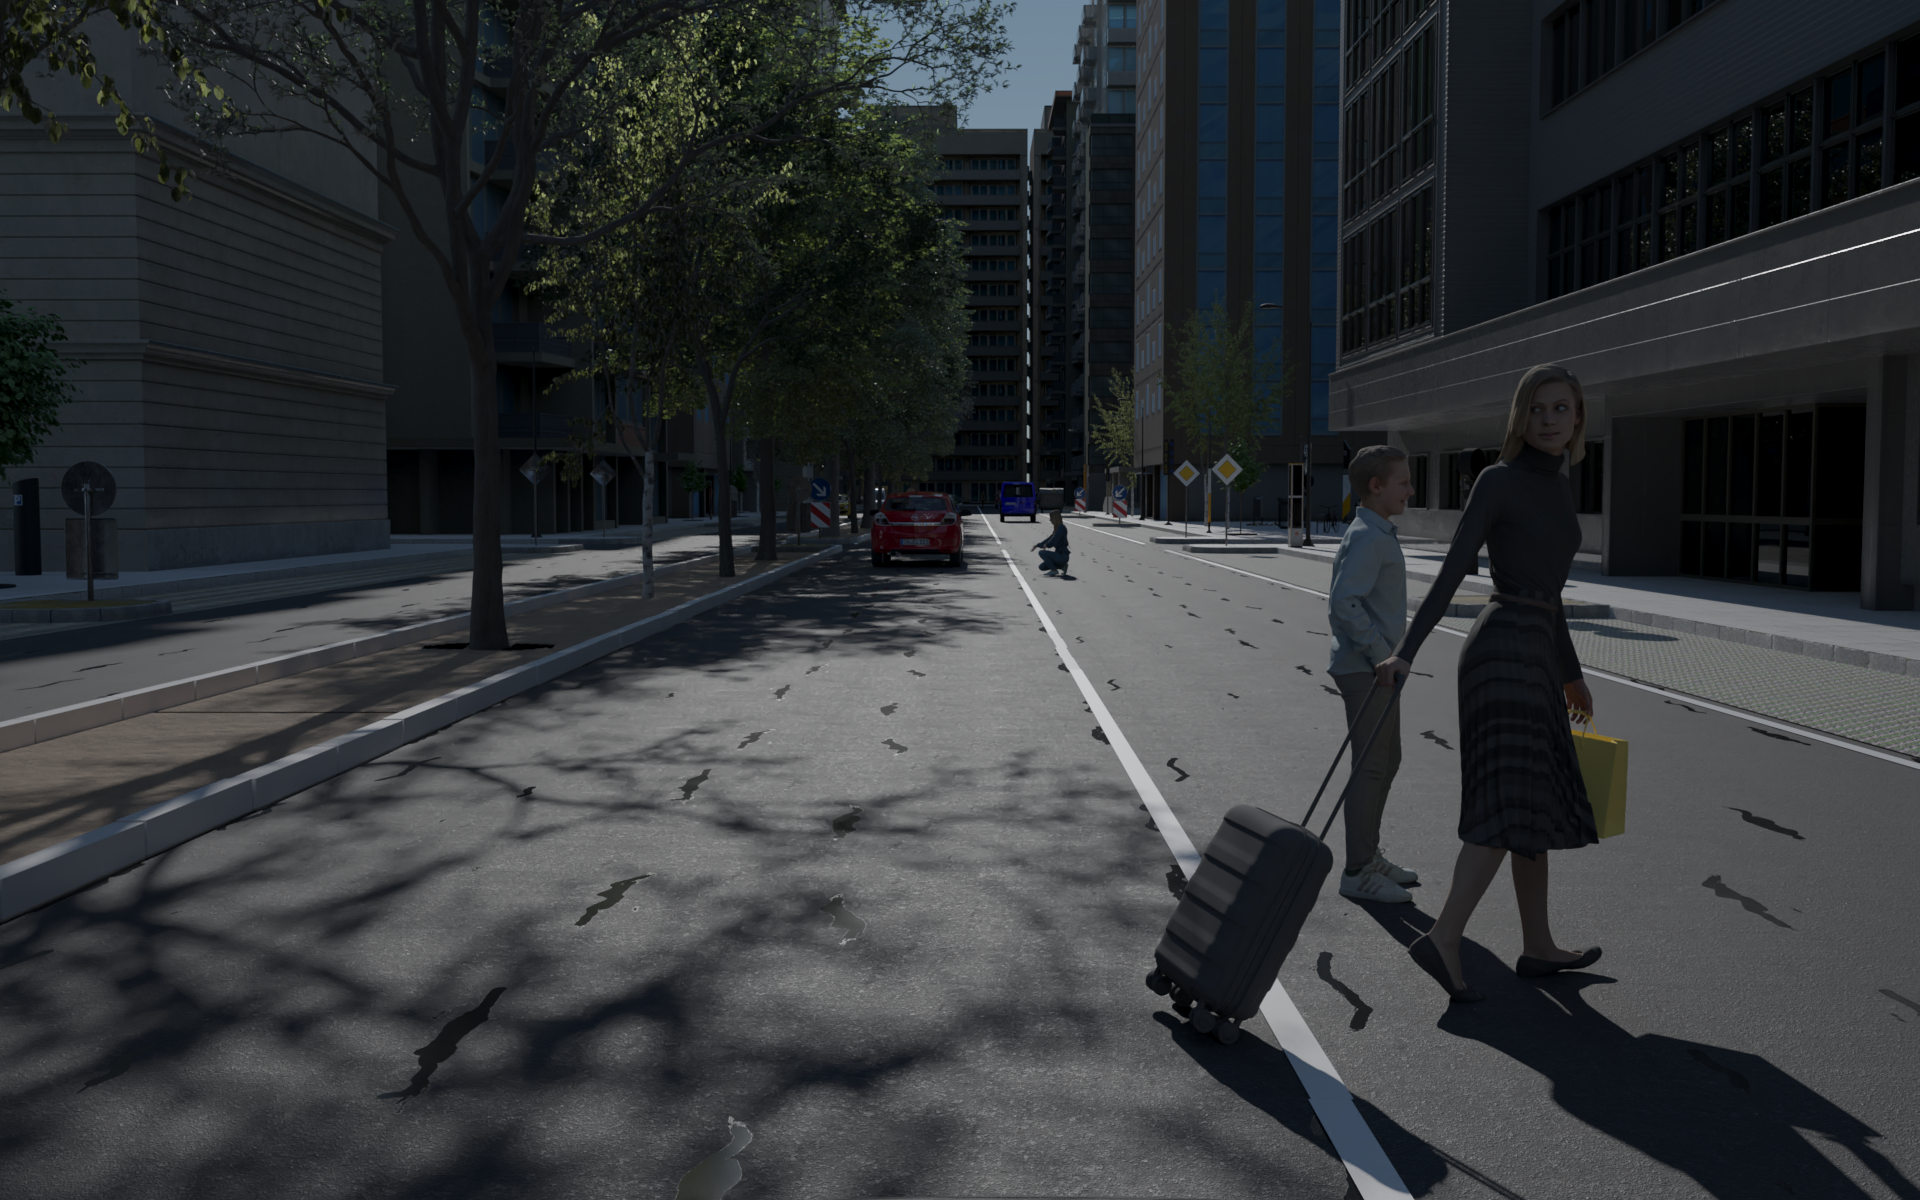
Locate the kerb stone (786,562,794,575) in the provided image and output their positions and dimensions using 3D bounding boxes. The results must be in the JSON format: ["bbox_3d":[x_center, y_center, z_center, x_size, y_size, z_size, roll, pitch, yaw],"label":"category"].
[{"bbox_3d":[-3.112,-0.531,30.879,0.120,0.150,1.000,0,4,0],"label":"kerb stone"}]

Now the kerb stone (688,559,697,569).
[{"bbox_3d":[-5.197,-0.656,32.970,0.120,0.150,1.000,0,4,0],"label":"kerb stone"}]

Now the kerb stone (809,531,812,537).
[{"bbox_3d":[-5.061,-2.124,57.059,0.120,0.150,1.000,0,4,0],"label":"kerb stone"}]

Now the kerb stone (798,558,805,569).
[{"bbox_3d":[-3.105,-0.654,32.935,0.120,0.150,1.000,0,4,0],"label":"kerb stone"}]

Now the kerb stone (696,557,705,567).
[{"bbox_3d":[-5.194,-0.717,33.992,0.120,0.150,1.000,0,4,0],"label":"kerb stone"}]

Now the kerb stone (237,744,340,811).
[{"bbox_3d":[-3.241,0.852,8.334,0.120,0.150,1.000,0,4,0],"label":"kerb stone"}]

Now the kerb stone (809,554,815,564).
[{"bbox_3d":[-3.089,-0.781,34.984,0.120,0.150,1.000,0,4,0],"label":"kerb stone"}]

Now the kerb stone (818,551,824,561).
[{"bbox_3d":[-3.073,-0.908,37.041,0.120,0.150,1.000,0,4,0],"label":"kerb stone"}]

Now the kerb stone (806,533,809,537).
[{"bbox_3d":[-5.063,-2.070,56.037,0.120,0.150,1.000,0,4,0],"label":"kerb stone"}]

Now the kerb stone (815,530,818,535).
[{"bbox_3d":[-5.047,-2.258,59.115,0.120,0.150,1.000,0,4,0],"label":"kerb stone"}]

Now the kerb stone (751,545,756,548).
[{"bbox_3d":[-5.150,-1.222,42.193,0.120,0.150,1.000,0,4,0],"label":"kerb stone"}]

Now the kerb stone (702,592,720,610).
[{"bbox_3d":[-3.166,0.034,21.645,0.120,0.150,1.000,0,4,0],"label":"kerb stone"}]

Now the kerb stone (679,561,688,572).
[{"bbox_3d":[-5.207,-0.596,31.944,0.120,0.150,1.000,0,4,0],"label":"kerb stone"}]

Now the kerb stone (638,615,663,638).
[{"bbox_3d":[-3.190,0.288,17.555,0.120,0.150,1.000,0,4,0],"label":"kerb stone"}]

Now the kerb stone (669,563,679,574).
[{"bbox_3d":[-5.206,-0.533,30.915,0.120,0.150,1.000,0,4,0],"label":"kerb stone"}]

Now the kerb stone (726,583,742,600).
[{"bbox_3d":[-3.150,-0.092,23.694,0.120,0.150,1.000,0,4,0],"label":"kerb stone"}]

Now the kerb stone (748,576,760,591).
[{"bbox_3d":[-3.135,-0.216,25.756,0.120,0.150,1.000,0,4,0],"label":"kerb stone"}]

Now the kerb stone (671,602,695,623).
[{"bbox_3d":[-3.173,0.159,19.599,0.120,0.150,1.000,0,4,0],"label":"kerb stone"}]

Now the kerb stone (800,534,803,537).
[{"bbox_3d":[-5.073,-1.944,53.988,0.120,0.150,1.000,0,4,0],"label":"kerb stone"}]

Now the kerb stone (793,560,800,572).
[{"bbox_3d":[-3.105,-0.594,31.907,0.120,0.150,1.000,0,4,0],"label":"kerb stone"}]

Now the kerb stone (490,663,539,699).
[{"bbox_3d":[-3.227,0.597,12.435,0.120,0.150,1.000,0,4,0],"label":"kerb stone"}]

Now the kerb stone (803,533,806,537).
[{"bbox_3d":[-5.072,-2.007,55.010,0.120,0.150,1.000,0,4,0],"label":"kerb stone"}]

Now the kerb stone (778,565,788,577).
[{"bbox_3d":[-3.116,-0.469,29.857,0.120,0.150,1.000,0,4,0],"label":"kerb stone"}]

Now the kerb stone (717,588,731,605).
[{"bbox_3d":[-3.157,-0.023,22.667,0.120,0.150,1.000,0,4,0],"label":"kerb stone"}]

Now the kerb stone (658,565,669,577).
[{"bbox_3d":[-5.219,-0.470,29.888,0.120,0.150,1.000,0,4,0],"label":"kerb stone"}]

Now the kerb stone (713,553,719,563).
[{"bbox_3d":[-5.183,-0.844,36.048,0.120,0.150,1.000,0,4,0],"label":"kerb stone"}]

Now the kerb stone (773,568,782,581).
[{"bbox_3d":[-3.117,-0.399,28.825,0.120,0.150,1.000,0,4,0],"label":"kerb stone"}]

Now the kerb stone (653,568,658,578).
[{"bbox_3d":[-5.224,-0.405,28.859,0.120,0.150,1.000,0,4,0],"label":"kerb stone"}]

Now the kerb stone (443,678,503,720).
[{"bbox_3d":[-3.226,0.659,11.413,0.120,0.150,1.000,0,4,0],"label":"kerb stone"}]

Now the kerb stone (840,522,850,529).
[{"bbox_3d":[-4.949,-3.198,74.490,0.120,0.150,1.000,0,4,0],"label":"kerb stone"}]

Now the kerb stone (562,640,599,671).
[{"bbox_3d":[-3.210,0.474,14.481,0.120,0.150,1.000,0,4,0],"label":"kerb stone"}]

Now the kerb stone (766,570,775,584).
[{"bbox_3d":[-3.124,-0.343,27.803,0.120,0.150,1.000,0,4,0],"label":"kerb stone"}]

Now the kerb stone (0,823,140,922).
[{"bbox_3d":[-3.258,0.977,6.290,0.120,0.150,1.000,0,4,0],"label":"kerb stone"}]

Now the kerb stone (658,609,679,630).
[{"bbox_3d":[-3.182,0.231,18.578,0.120,0.150,1.000,0,4,0],"label":"kerb stone"}]

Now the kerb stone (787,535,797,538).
[{"bbox_3d":[-5.083,-1.819,51.943,0.120,0.150,1.000,0,4,0],"label":"kerb stone"}]

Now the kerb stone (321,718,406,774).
[{"bbox_3d":[-3.233,0.789,9.356,0.120,0.150,1.000,0,4,0],"label":"kerb stone"}]

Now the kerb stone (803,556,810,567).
[{"bbox_3d":[-3.093,-0.720,33.962,0.120,0.150,1.000,0,4,0],"label":"kerb stone"}]

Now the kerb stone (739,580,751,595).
[{"bbox_3d":[-3.146,-0.154,24.726,0.120,0.150,1.000,0,4,0],"label":"kerb stone"}]

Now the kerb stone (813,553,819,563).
[{"bbox_3d":[-3.080,-0.845,36.016,0.120,0.150,1.000,0,4,0],"label":"kerb stone"}]

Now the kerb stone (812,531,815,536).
[{"bbox_3d":[-5.052,-2.196,58.093,0.120,0.150,1.000,0,4,0],"label":"kerb stone"}]

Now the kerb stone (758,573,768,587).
[{"bbox_3d":[-3.130,-0.277,26.780,0.120,0.150,1.000,0,4,0],"label":"kerb stone"}]

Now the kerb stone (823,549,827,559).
[{"bbox_3d":[-3.071,-0.967,38.069,0.120,0.150,1.000,0,4,0],"label":"kerb stone"}]

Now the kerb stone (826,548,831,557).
[{"bbox_3d":[-3.066,-1.030,39.090,0.120,0.150,1.000,0,4,0],"label":"kerb stone"}]

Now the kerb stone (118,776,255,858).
[{"bbox_3d":[-3.255,0.910,7.311,0.120,0.150,1.000,0,4,0],"label":"kerb stone"}]

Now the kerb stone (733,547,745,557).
[{"bbox_3d":[-5.158,-1.097,40.136,0.120,0.150,1.000,0,4,0],"label":"kerb stone"}]

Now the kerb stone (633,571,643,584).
[{"bbox_3d":[-5.232,-0.343,27.828,0.120,0.150,1.000,0,4,0],"label":"kerb stone"}]

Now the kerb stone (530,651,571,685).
[{"bbox_3d":[-3.215,0.537,13.459,0.120,0.150,1.000,0,4,0],"label":"kerb stone"}]

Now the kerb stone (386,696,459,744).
[{"bbox_3d":[-3.233,0.722,10.391,0.120,0.150,1.000,0,4,0],"label":"kerb stone"}]

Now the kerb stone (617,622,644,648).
[{"bbox_3d":[-3.194,0.348,16.529,0.120,0.150,1.000,0,4,0],"label":"kerb stone"}]

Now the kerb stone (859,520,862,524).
[{"bbox_3d":[-4.877,-3.952,86.816,0.120,0.150,1.000,0,4,0],"label":"kerb stone"}]

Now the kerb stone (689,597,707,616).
[{"bbox_3d":[-3.175,0.096,20.623,0.120,0.150,1.000,0,4,0],"label":"kerb stone"}]

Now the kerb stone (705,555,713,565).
[{"bbox_3d":[-5.190,-0.784,35.019,0.120,0.150,1.000,0,4,0],"label":"kerb stone"}]

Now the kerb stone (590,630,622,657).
[{"bbox_3d":[-3.207,0.410,15.503,0.120,0.150,1.000,0,4,0],"label":"kerb stone"}]

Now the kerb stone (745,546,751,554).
[{"bbox_3d":[-5.158,-1.158,41.166,0.120,0.150,1.000,0,4,0],"label":"kerb stone"}]
